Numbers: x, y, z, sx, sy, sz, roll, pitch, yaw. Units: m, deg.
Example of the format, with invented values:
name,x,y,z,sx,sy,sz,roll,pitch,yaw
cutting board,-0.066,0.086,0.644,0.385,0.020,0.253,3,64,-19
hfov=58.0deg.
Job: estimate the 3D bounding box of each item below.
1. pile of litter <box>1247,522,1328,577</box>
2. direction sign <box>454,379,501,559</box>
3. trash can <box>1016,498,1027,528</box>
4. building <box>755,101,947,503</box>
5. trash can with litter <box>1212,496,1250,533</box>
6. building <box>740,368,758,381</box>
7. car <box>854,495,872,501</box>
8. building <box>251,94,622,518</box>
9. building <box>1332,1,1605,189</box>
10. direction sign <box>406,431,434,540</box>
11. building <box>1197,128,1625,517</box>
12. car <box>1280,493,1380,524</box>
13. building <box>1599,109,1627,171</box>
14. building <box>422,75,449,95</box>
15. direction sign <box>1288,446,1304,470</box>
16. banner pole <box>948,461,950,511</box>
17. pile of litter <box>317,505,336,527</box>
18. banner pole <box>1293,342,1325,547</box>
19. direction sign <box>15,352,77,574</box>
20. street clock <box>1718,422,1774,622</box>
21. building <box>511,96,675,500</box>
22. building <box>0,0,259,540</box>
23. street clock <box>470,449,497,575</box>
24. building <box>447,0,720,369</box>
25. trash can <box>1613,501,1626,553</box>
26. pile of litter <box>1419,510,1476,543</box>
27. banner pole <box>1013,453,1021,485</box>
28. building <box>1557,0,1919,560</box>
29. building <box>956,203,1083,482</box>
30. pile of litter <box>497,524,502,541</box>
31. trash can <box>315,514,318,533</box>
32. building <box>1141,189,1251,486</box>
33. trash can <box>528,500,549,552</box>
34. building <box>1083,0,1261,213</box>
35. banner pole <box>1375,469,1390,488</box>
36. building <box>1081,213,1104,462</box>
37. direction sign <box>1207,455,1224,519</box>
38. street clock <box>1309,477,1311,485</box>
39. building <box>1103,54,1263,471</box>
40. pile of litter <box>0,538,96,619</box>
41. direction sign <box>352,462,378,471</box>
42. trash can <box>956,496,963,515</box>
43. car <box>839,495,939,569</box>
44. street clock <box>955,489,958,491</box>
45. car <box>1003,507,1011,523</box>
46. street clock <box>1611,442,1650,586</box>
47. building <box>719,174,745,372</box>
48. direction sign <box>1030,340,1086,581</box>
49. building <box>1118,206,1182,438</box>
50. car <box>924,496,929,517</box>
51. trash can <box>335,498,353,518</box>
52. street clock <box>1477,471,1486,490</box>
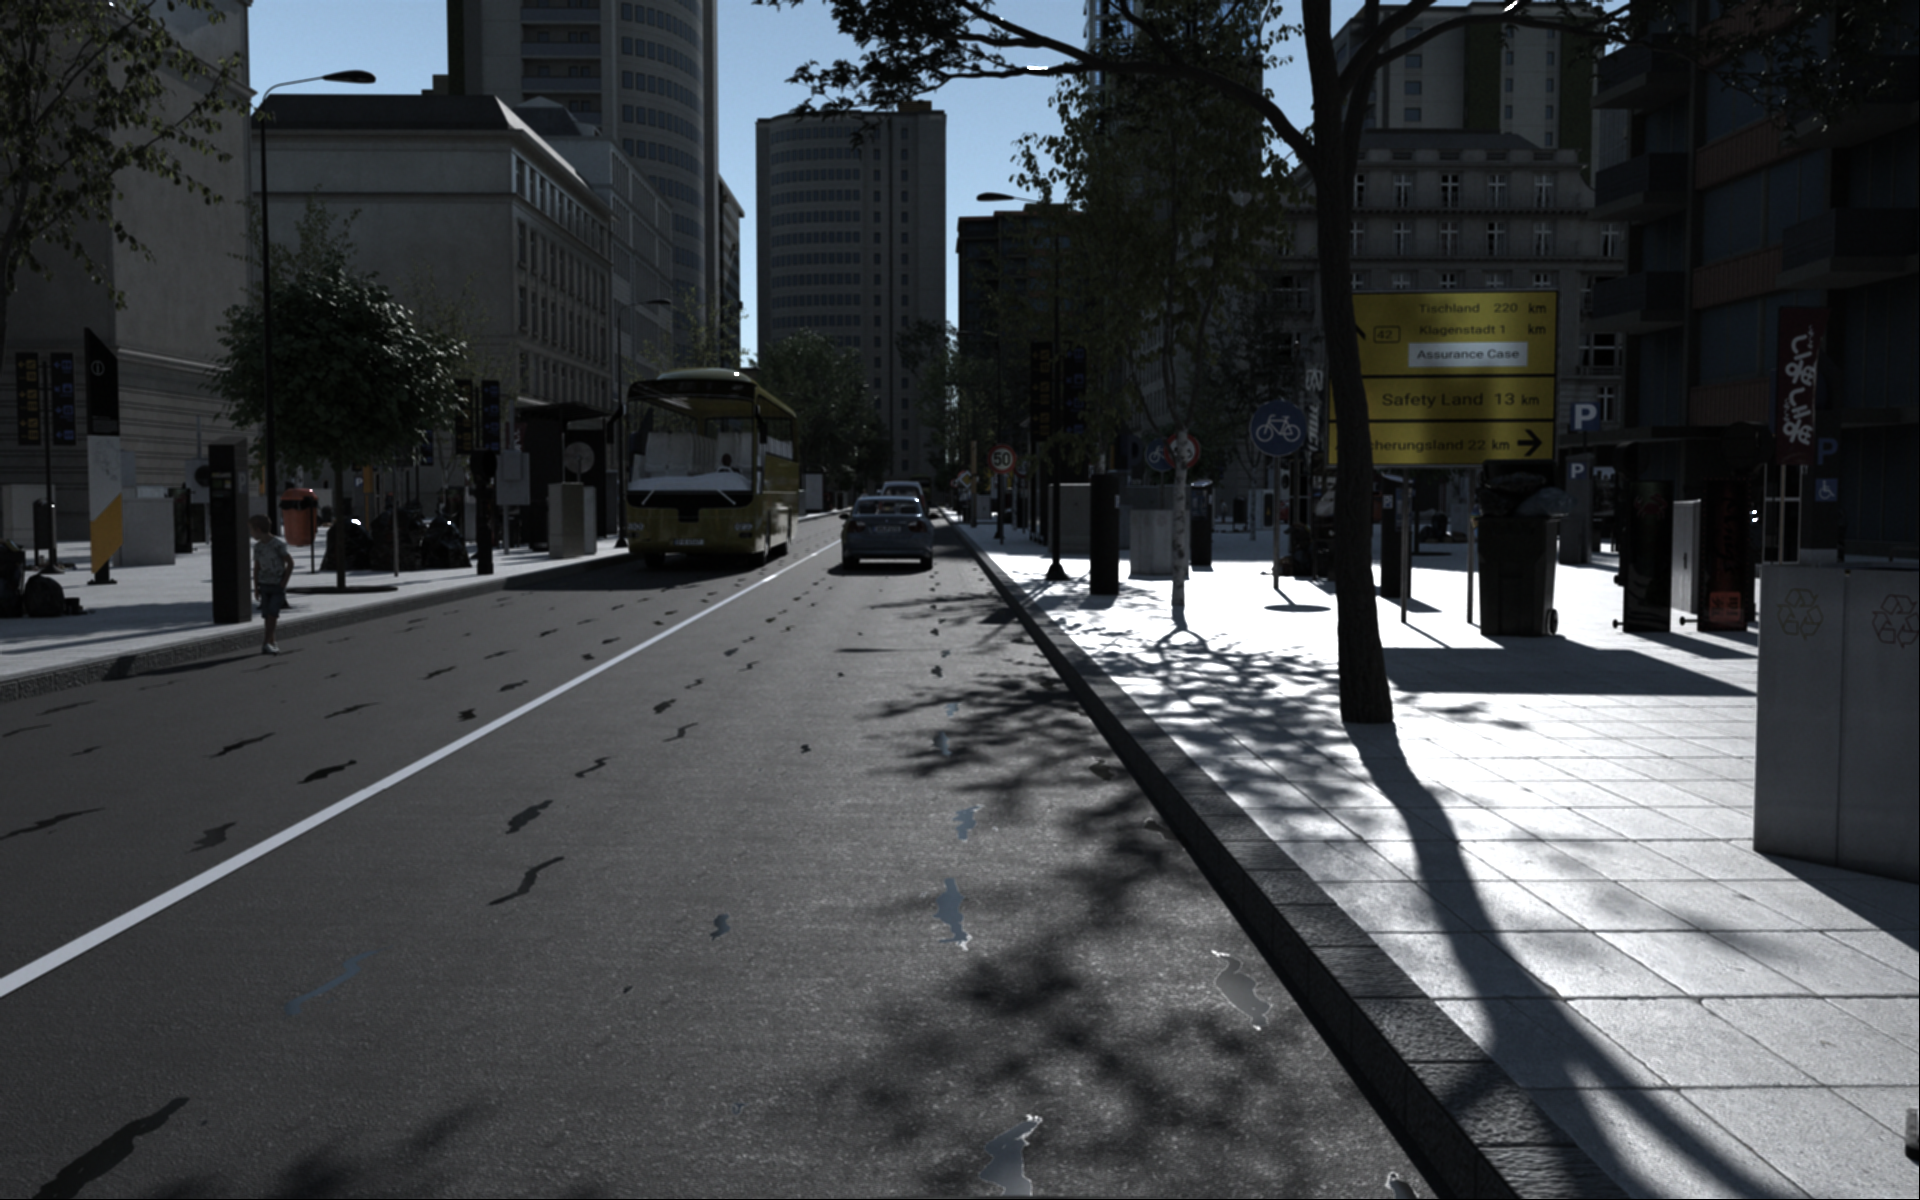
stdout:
name,x,y,z,sx,sy,sz,roll,pitch,yaw
pile of litter,5.427,-0.816,27.300,1.719,0.858,1.176,3,4,38
direction sign,-9.574,-2.595,34.426,0.876,3.537,0.379,-2,4,-27
trash can,2.353,-3.282,65.315,0.748,1.137,0.748,0,3,0
building,-16.244,-44.049,262.193,28.212,58.520,21.231,0,4,-1
trash can with litter,8.946,-2.853,57.700,2.233,1.210,1.678,-2,4,-24
building,-45.215,-25.711,265.420,28.899,21.520,27.650,0,4,-1
car,-7.651,-7.896,141.671,1.945,1.354,3.894,0,4,-2
building,-31.644,-16.787,107.751,16.112,22.955,30.059,0,4,-1
building,59.308,-40.681,207.136,28.212,58.520,21.231,0,4,-1
direction sign,-15.025,-3.422,47.948,0.876,3.537,0.379,-1,4,-12
building,26.676,-15.841,100.797,24.055,21.916,13.314,0,4,-1
car,16.117,-4.081,75.757,4.494,1.783,2.155,0,4,-1
building,48.825,-17.239,99.883,19.932,24.808,12.078,0,4,-1
building,-60.551,-35.555,205.033,21.600,48.544,21.300,0,4,-1
direction sign,16.042,-5.526,82.345,0.876,3.537,0.379,1,4,11
banner pole,-0.823,-8.552,129.849,0.401,3.779,0.863,0,4,7
pile of litter,-24.677,-3.290,67.764,1.719,0.858,1.176,-1,4,-17
banner pole,5.752,-2.369,28.754,0.863,3.779,0.401,-2,4,-32
direction sign,-14.639,-2.190,27.808,0.876,3.537,0.379,0,4,-7
street clock,7.872,-0.784,17.390,0.358,2.002,0.471,-2,4,-32
building,-30.349,-22.016,137.449,11.434,29.767,29.804,0,4,-1
building,-33.105,-13.201,52.001,21.152,22.565,11.583,0,4,-1
street clock,-7.589,-1.410,27.628,0.358,2.002,0.471,1,4,15
building,-35.526,-38.273,167.755,21.231,58.520,28.212,0,4,-1
trash can,14.178,-1.527,36.622,0.748,1.137,0.748,0,3,0
pile of litter,12.788,-1.929,45.510,1.719,0.858,1.176,0,4,-7
banner pole,3.095,-6.309,93.168,0.401,3.779,0.863,3,5,41
building,28.254,-23.626,40.909,22.147,44.769,28.867,0,4,-1
building,12.283,-37.243,263.550,28.867,44.769,22.147,0,4,-1
pile of litter,-12.704,-2.102,48.325,1.176,0.858,1.719,0,4,3
trash can,-20.378,-2.592,54.040,0.748,1.137,0.748,0,3,0
building,18.550,-16.067,117.439,10.420,20.320,16.860,0,4,-1
trash can,-9.317,-1.652,38.668,0.748,1.137,0.748,0,3,0
building,22.934,-54.303,200.523,22.319,86.520,31.000,0,4,-1
banner pole,34.381,-9.255,141.334,0.401,3.779,0.863,-3,5,-42
building,19.315,-24.938,179.440,14.160,30.474,14.107,0,4,-1
direction sign,13.407,-6.054,90.987,0.876,3.537,0.379,2,4,27
street clock,13.664,-3.801,66.708,0.471,2.002,0.358,1,4,17
building,20.557,-29.448,165.063,14.154,41.232,14.086,0,4,-1
pile of litter,-10.074,-0.257,18.162,1.719,0.858,1.176,-1,4,-13
direction sign,-20.405,-4.122,59.388,0.876,3.537,0.379,0,4,0
trash can,0.100,-5.904,108.186,0.748,1.137,0.748,0,3,0
car,-1.415,-1.366,34.333,2.014,1.417,4.499,0,4,-1
street clock,-0.245,-8.976,151.334,0.471,2.002,0.358,3,4,37
car,3.951,-4.146,77.570,4.222,1.686,2.009,0,3,0
street clock,9.331,-1.197,24.144,0.471,2.002,0.358,-1,4,-19
building,-37.651,-31.081,200.057,23.993,40.220,32.217,0,4,-1
direction sign,1.455,-2.064,25.750,0.876,3.537,0.379,2,4,24
building,22.011,-18.811,140.845,16.112,22.955,30.059,0,4,-1
car,-2.579,-5.274,96.023,2.009,1.686,4.222,0,3,0
trash can,-24.804,-3.552,69.732,0.748,1.137,0.748,0,3,0
street clock,15.815,-2.913,52.192,0.471,2.002,0.358,1,4,13
